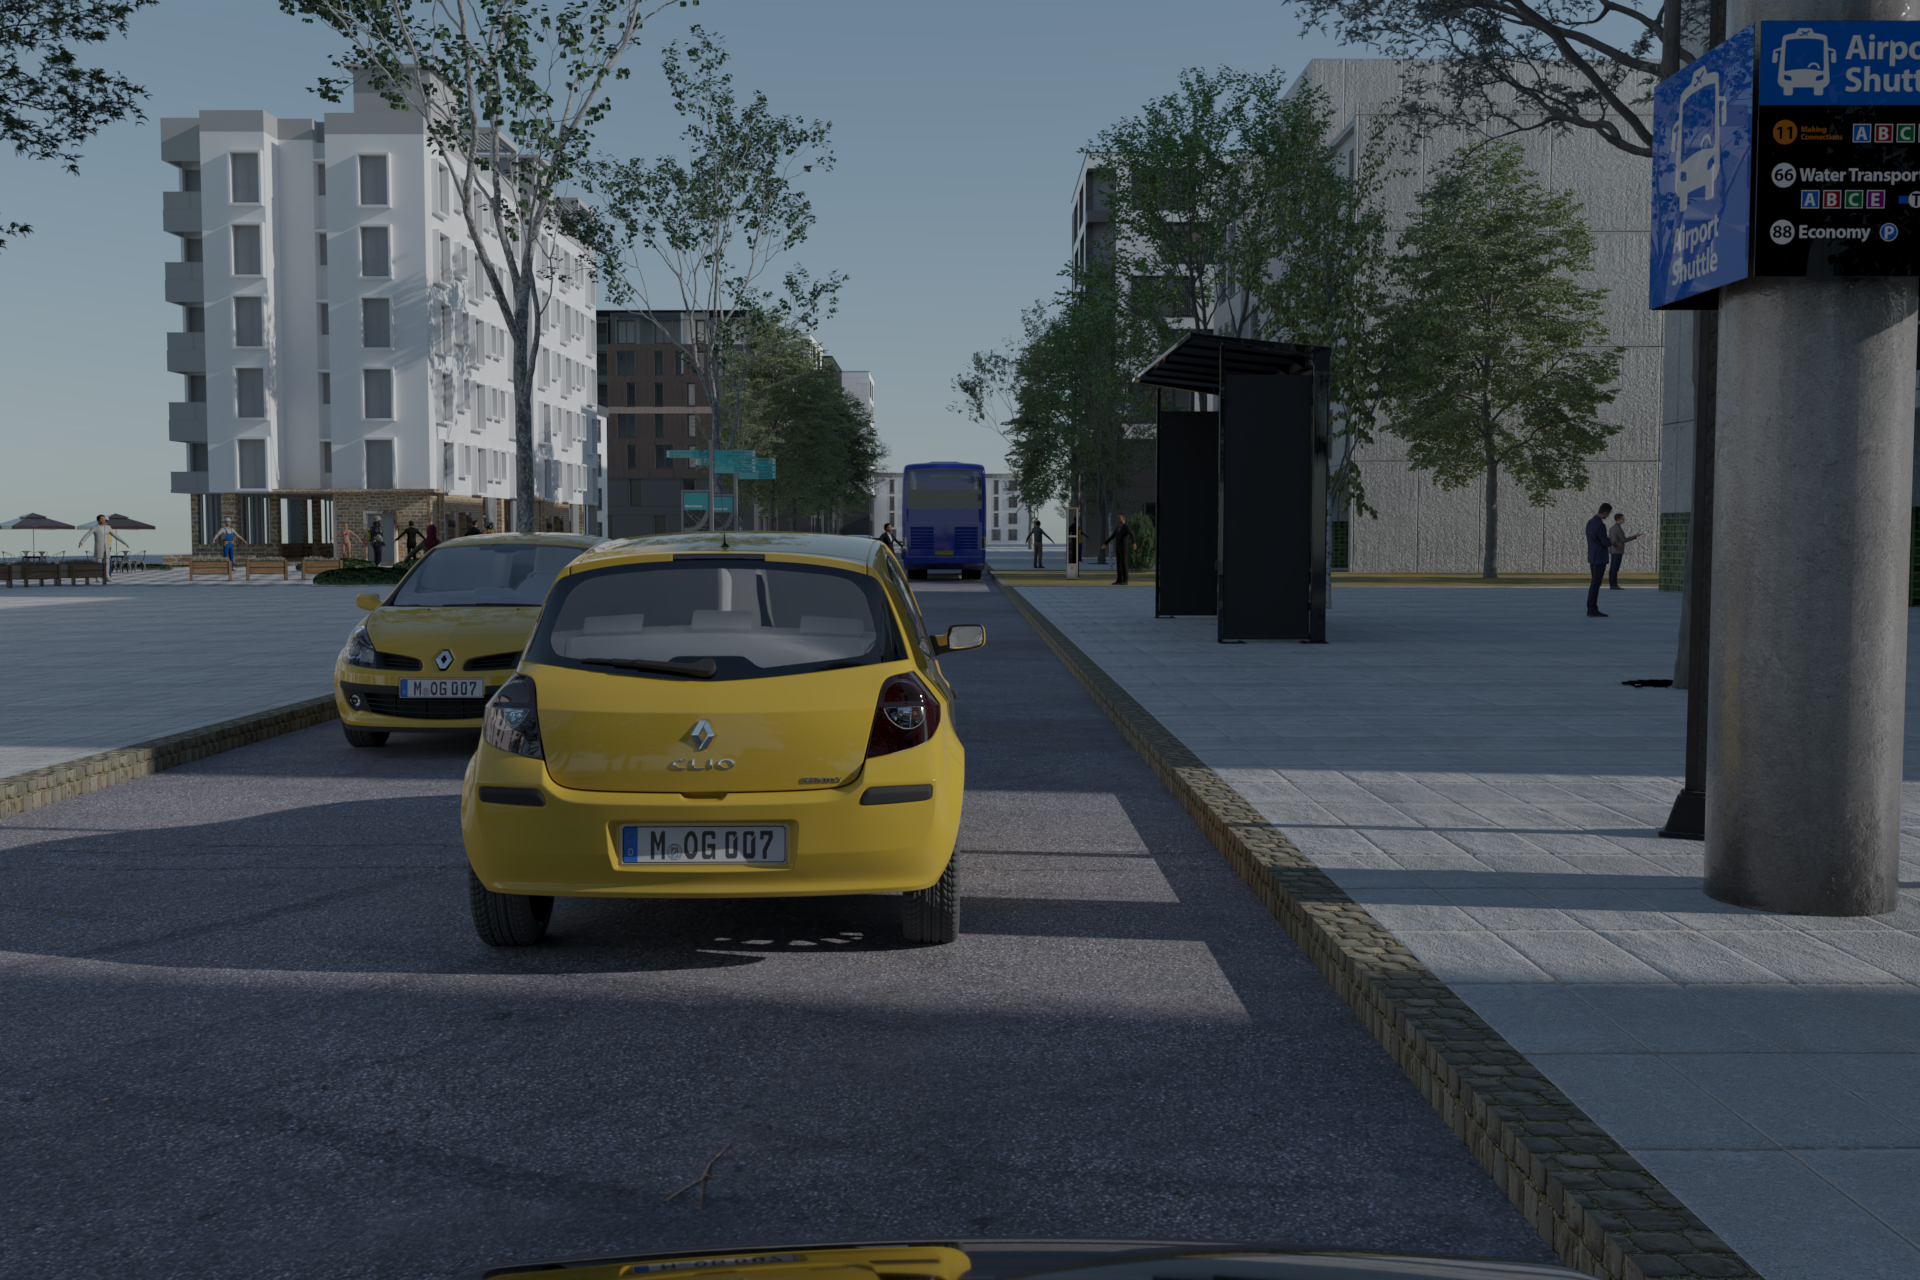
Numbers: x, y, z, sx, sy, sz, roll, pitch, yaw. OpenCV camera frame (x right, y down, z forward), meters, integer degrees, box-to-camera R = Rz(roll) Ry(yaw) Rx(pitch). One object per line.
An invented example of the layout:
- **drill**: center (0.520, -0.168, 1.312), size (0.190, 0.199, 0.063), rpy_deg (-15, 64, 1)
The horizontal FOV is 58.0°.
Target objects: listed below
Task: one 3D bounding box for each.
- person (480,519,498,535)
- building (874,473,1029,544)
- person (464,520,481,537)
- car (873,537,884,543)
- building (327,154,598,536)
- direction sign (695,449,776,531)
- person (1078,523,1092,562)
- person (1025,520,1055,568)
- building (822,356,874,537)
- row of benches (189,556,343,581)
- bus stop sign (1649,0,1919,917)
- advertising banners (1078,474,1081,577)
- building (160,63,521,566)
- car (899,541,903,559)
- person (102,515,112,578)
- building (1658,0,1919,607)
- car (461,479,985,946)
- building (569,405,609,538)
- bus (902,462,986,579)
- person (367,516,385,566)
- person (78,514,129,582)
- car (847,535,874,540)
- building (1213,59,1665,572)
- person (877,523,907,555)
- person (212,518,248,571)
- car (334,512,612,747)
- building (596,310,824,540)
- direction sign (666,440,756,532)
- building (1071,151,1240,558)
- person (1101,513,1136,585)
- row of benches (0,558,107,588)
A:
- **person**: center (-17.900, -3.689, 66.082), size (0.705, 1.858, 1.354), rpy_deg (3, 4, 36)
- **building**: center (-4.011, -17.870, 236.781), size (28.070, 9.664, 9.099), rpy_deg (0, 4, 2)
- **person**: center (-19.045, -3.799, 68.052), size (1.347, 1.837, 0.705), rpy_deg (1, 4, 23)
- **car**: center (-3.641, -3.496, 69.741), size (1.945, 1.354, 3.894), rpy_deg (0, 3, 0)
- **building**: center (-26.001, -14.148, 87.733), size (16.016, 20.090, 11.380), rpy_deg (0, 3, 0)
- **direction sign**: center (-7.032, -4.050, 54.980), size (2.525, 3.948, 1.411), rpy_deg (0, 4, 2)
- **person**: center (5.534, -4.526, 80.457), size (1.216, 1.772, 0.721), rpy_deg (2, 4, 27)
- **person**: center (2.964, -3.607, 65.245), size (1.348, 1.796, 0.705), rpy_deg (3, 5, 40)
- **building**: center (-25.237, -22.669, 214.619), size (27.936, 21.610, 32.646), rpy_deg (0, 4, 0)
- **row of benches**: center (-19.294, -1.989, 47.977), size (4.104, 0.672, 1.422), rpy_deg (-2, 4, -24)
- **bus stop sign**: center (2.956, -1.038, 5.989), size (0.837, 3.901, 0.837), rpy_deg (0, 4, 0)
- **advertising banners**: center (3.511, -3.388, 51.579), size (0.090, 3.025, 2.074), rpy_deg (0, 4, 1)
- **building**: center (-26.150, -13.132, 71.127), size (16.016, 20.090, 11.380), rpy_deg (0, 3, 0)
- **car**: center (-2.474, -5.471, 99.241), size (2.009, 1.686, 4.222), rpy_deg (0, 3, 0)
- **person**: center (-25.025, -2.733, 50.651), size (0.705, 1.833, 1.349), rpy_deg (-1, 4, -13)
- **building**: center (24.115, -9.554, 22.674), size (16.747, 18.905, 31.486), rpy_deg (0, 4, 0)
- **car**: center (-0.874, 0.168, 7.470), size (2.015, 1.641, 3.980), rpy_deg (0, 4, -2)
- **building**: center (-27.954, -10.614, 115.685), size (9.099, 9.664, 28.070), rpy_deg (0, 4, 1)
- **bus**: center (-0.510, -4.051, 57.784), size (2.896, 3.916, 12.251), rpy_deg (0, 4, 0)
- **person**: center (-18.269, -2.974, 54.401), size (0.705, 1.856, 1.354), rpy_deg (-2, 4, -26)
- **person**: center (-22.964, -2.458, 46.381), size (0.705, 1.806, 1.347), rpy_deg (3, 4, 37)
- **car**: center (-3.260, -2.458, 52.195), size (2.014, 1.417, 4.499), rpy_deg (0, 4, -1)
- **building**: center (21.416, -12.648, 73.258), size (16.747, 18.905, 31.486), rpy_deg (0, 4, 0)
- **person**: center (-1.948, -2.392, 48.285), size (1.216, 1.740, 0.721), rpy_deg (-3, 5, -44)
- **person**: center (-25.163, -3.285, 59.569), size (0.705, 1.847, 1.347), rpy_deg (2, 4, 33)
- **car**: center (-3.280, -0.163, 12.881), size (2.015, 1.641, 3.980), rpy_deg (0, 4, 0)
- **building**: center (-29.140, -20.204, 174.303), size (27.936, 21.610, 32.646), rpy_deg (0, 4, 1)
- **direction sign**: center (-7.058, -3.729, 49.724), size (2.525, 3.948, 1.411), rpy_deg (0, 4, 0)
- **building**: center (20.794, -16.216, 109.114), size (27.936, 21.610, 32.646), rpy_deg (0, 4, 0)
- **person**: center (4.056, -2.290, 43.661), size (0.704, 1.802, 1.346), rpy_deg (-2, 4, -33)
- **row of benches**: center (-22.603, -1.647, 42.385), size (1.422, 0.672, 4.104), rpy_deg (1, 4, 19)
